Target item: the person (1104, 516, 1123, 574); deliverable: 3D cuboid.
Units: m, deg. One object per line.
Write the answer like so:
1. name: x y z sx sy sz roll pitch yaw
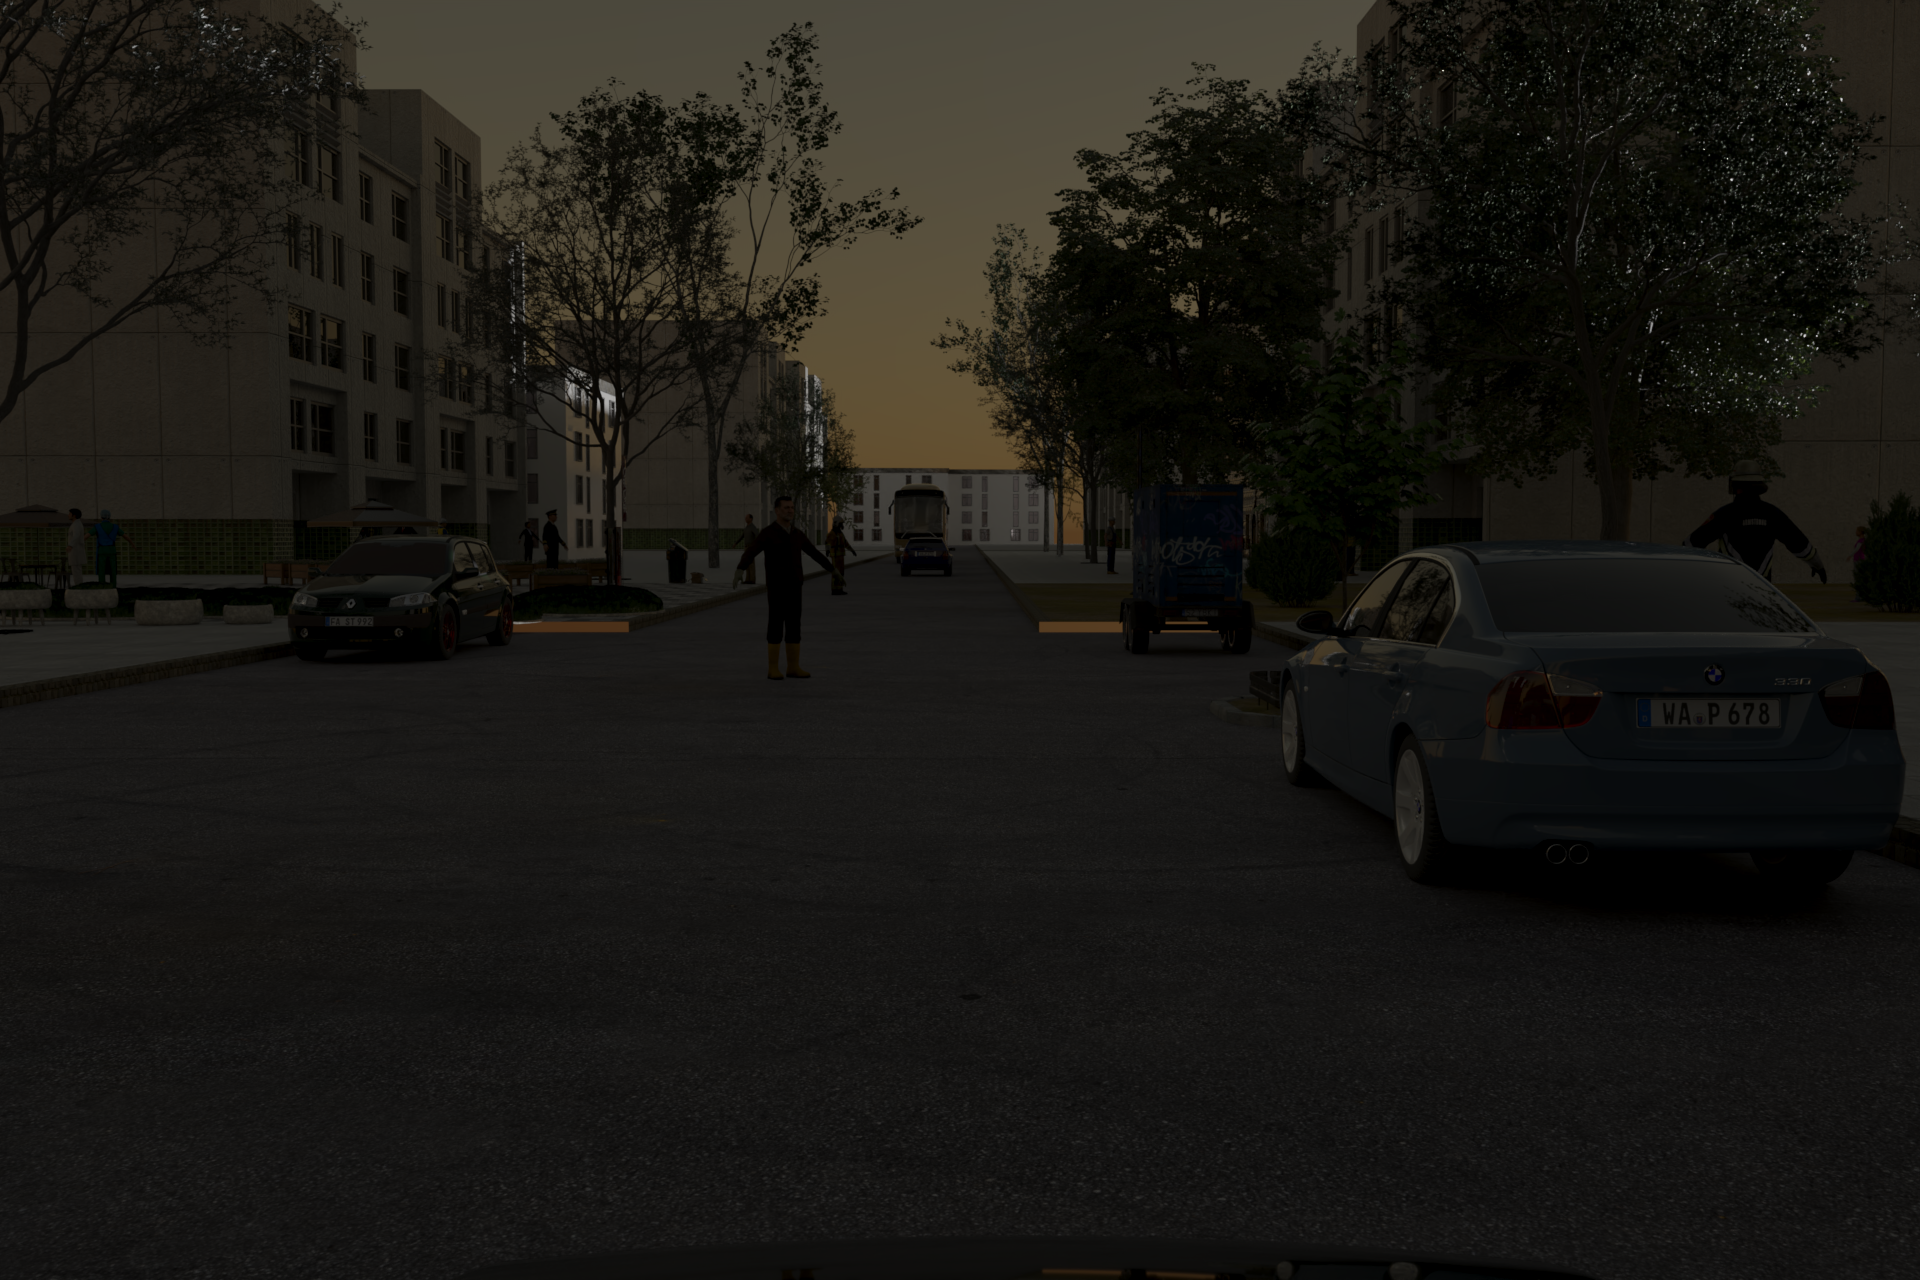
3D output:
1. person: 4.865 -3.024 55.304 0.705 1.847 1.347 2 4 28

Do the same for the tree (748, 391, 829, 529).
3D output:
1. tree: -9.241 -8.509 89.477 4.360 8.622 3.978 0 3 0

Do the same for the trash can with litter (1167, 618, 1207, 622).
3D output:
1. trash can with litter: 3.490 -0.859 25.435 1.055 1.170 0.624 0 4 -1

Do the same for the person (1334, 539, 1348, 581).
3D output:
1. person: 10.269 -2.503 47.055 0.705 1.813 1.348 3 4 38

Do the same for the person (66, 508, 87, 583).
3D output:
1. person: -18.106 -1.788 35.421 0.705 1.806 1.347 -2 4 -24

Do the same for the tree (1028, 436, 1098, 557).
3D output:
1. tree: 5.599 -9.033 98.049 4.360 8.622 3.978 0 3 0

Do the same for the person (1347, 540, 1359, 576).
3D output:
1. person: 12.004 -2.881 53.072 0.705 1.833 1.349 3 5 42

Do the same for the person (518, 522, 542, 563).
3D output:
1. person: -15.877 -3.501 63.955 0.721 1.740 1.216 2 4 29

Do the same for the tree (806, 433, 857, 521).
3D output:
1. tree: -8.969 -10.495 121.952 4.737 8.622 4.395 0 3 0

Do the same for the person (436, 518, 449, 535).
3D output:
1. person: -15.849 -2.872 53.415 0.721 1.772 1.216 -3 5 -43

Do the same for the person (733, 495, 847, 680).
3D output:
1. person: -1.721 -0.524 17.161 1.346 1.812 0.704 -3 5 -41

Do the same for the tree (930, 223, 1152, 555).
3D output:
1. tree: 4.990 -15.329 106.519 12.611 20.169 13.585 0 3 0

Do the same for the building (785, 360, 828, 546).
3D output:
1. building: -24.474 -19.928 192.282 16.747 18.905 31.486 0 4 1

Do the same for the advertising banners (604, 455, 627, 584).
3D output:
1. advertising banners: -7.454 -2.537 37.664 0.090 3.025 2.074 0 4 2

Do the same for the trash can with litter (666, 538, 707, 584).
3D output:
1. trash can with litter: -7.114 -2.061 45.081 1.055 1.170 0.624 0 4 1

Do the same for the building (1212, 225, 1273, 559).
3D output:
1. building: 24.404 -16.101 94.178 19.493 23.208 18.063 0 3 0

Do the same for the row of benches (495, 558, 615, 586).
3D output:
1. row of benches: -10.200 -1.735 43.829 1.422 0.672 4.104 2 4 33

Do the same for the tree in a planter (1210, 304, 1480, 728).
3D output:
1. tree in a planter: 3.012 -0.996 13.512 1.991 3.239 1.994 0 4 0

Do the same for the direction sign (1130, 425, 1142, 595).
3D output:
1. direction sign: 3.779 -2.723 36.525 0.379 3.537 0.876 0 4 1

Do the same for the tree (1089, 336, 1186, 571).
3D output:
1. tree: 6.361 -6.755 60.803 4.737 8.622 4.395 0 3 0

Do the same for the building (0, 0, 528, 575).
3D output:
1. building: -29.740 -12.404 69.269 16.747 18.905 31.486 0 4 0

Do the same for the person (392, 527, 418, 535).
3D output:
1. person: -15.828 -2.639 49.340 1.347 1.806 0.705 1 4 17

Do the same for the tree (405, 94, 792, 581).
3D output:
1. tree: -9.709 -8.426 48.128 12.009 13.543 11.850 0 3 0

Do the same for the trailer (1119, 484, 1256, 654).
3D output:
1. trailer: 2.732 -0.898 21.732 1.471 1.999 3.904 0 4 -1

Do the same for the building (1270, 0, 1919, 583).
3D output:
1. building: 22.136 -11.877 60.644 16.747 18.905 31.486 0 3 0

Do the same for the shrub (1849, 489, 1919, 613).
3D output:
1. shrub: 15.437 -1.463 28.341 1.690 2.028 1.600 0 3 0

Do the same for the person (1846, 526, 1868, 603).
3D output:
1. person: 16.822 -1.422 32.514 0.599 1.433 0.991 3 5 41

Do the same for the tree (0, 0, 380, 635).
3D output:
1. tree: -12.560 -6.831 22.055 12.009 13.543 11.850 0 3 0

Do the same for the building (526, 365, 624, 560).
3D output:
1. building: -23.964 -9.662 100.128 9.099 9.664 28.070 0 4 0

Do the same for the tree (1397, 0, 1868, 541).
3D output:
1. tree: 13.900 -7.912 36.009 9.857 13.997 8.962 0 3 0

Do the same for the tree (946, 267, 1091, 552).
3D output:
1. tree: 4.790 -16.450 124.850 12.611 20.169 13.585 0 3 0

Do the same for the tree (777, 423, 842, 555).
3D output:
1. tree: -9.557 -9.390 103.892 4.360 8.622 3.978 0 3 0

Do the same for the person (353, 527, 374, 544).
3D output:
1. person: -20.070 -3.217 58.381 0.705 1.856 1.354 0 4 5

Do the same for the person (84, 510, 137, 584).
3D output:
1. person: -18.637 -1.936 37.786 1.347 1.817 0.704 -3 5 -45

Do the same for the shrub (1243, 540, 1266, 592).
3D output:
1. shrub: 6.781 -1.679 38.560 1.383 1.207 1.383 0 3 0

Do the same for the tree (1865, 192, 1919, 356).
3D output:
1. tree: 25.409 -7.817 38.171 12.009 13.543 11.850 0 3 0

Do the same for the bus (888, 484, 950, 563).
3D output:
1. bus: -1.929 -5.909 88.163 2.896 3.916 12.252 0 4 0

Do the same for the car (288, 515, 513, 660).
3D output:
1. car: -6.659 -0.680 20.901 2.009 1.686 4.222 0 3 0

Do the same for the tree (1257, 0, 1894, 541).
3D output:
1. tree: 8.394 -5.389 22.526 8.767 10.594 7.601 -1 4 -22

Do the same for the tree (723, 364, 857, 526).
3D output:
1. tree: -9.430 -9.880 95.947 8.767 10.594 7.601 1 4 12

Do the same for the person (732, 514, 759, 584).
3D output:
1. person: -5.412 -2.330 44.361 0.705 1.796 1.348 -3 4 -36

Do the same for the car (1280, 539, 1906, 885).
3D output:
1. car: 2.723 0.222 8.377 2.014 1.417 4.499 0 4 1

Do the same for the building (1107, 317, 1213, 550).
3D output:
1. building: 22.458 -17.306 149.411 16.747 18.905 31.486 0 3 0

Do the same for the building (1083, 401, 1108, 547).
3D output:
1. building: 22.490 -19.349 182.821 16.747 18.905 31.486 0 4 0

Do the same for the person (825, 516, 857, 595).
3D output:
1. person: -2.847 -1.987 40.706 0.705 1.858 1.354 2 4 26

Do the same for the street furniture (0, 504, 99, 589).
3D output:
1. street furniture: -33.639 -1.835 35.035 27.439 1.986 14.083 0 4 0

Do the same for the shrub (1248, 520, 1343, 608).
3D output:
1. shrub: 5.916 -1.586 30.352 1.690 2.028 1.600 0 3 0

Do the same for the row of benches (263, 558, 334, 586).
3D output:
1. row of benches: -16.069 -1.681 42.951 4.104 0.672 1.422 3 5 44

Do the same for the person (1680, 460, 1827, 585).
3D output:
1. person: 6.013 -0.455 13.311 1.351 1.845 0.704 0 4 1

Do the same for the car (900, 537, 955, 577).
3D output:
1. car: -1.137 -2.890 59.826 1.945 1.354 3.894 0 4 0

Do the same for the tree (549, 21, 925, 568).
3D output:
1. tree: -8.183 -12.729 64.001 12.611 20.169 13.585 0 3 0

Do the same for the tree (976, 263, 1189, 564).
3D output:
1. tree: 5.765 -10.071 75.036 12.009 13.543 11.850 0 3 0

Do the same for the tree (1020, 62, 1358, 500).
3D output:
1. tree: 6.478 -8.697 48.844 9.857 13.997 8.962 0 3 0

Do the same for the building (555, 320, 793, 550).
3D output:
1. building: -25.159 -17.895 159.036 16.747 18.905 31.486 0 4 0

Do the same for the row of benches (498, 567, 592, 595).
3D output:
1. row of benches: -8.628 -0.979 31.474 4.104 0.672 1.422 -1 4 -21

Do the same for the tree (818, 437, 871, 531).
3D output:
1. tree: -9.030 -10.938 129.190 4.737 8.622 4.395 0 3 0

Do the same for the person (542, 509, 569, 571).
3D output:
1. person: -9.060 -1.997 38.589 0.705 1.837 1.347 0 4 7

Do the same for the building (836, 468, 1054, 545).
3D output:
1. building: -1.859 -16.891 220.775 28.070 9.664 9.099 0 4 -5

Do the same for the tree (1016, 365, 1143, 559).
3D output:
1. tree: 6.198 -9.390 87.939 7.601 10.594 8.767 1 4 12

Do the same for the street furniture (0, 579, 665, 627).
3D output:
1. street furniture: -9.699 -0.673 26.623 10.072 0.657 5.734 0 4 -6
